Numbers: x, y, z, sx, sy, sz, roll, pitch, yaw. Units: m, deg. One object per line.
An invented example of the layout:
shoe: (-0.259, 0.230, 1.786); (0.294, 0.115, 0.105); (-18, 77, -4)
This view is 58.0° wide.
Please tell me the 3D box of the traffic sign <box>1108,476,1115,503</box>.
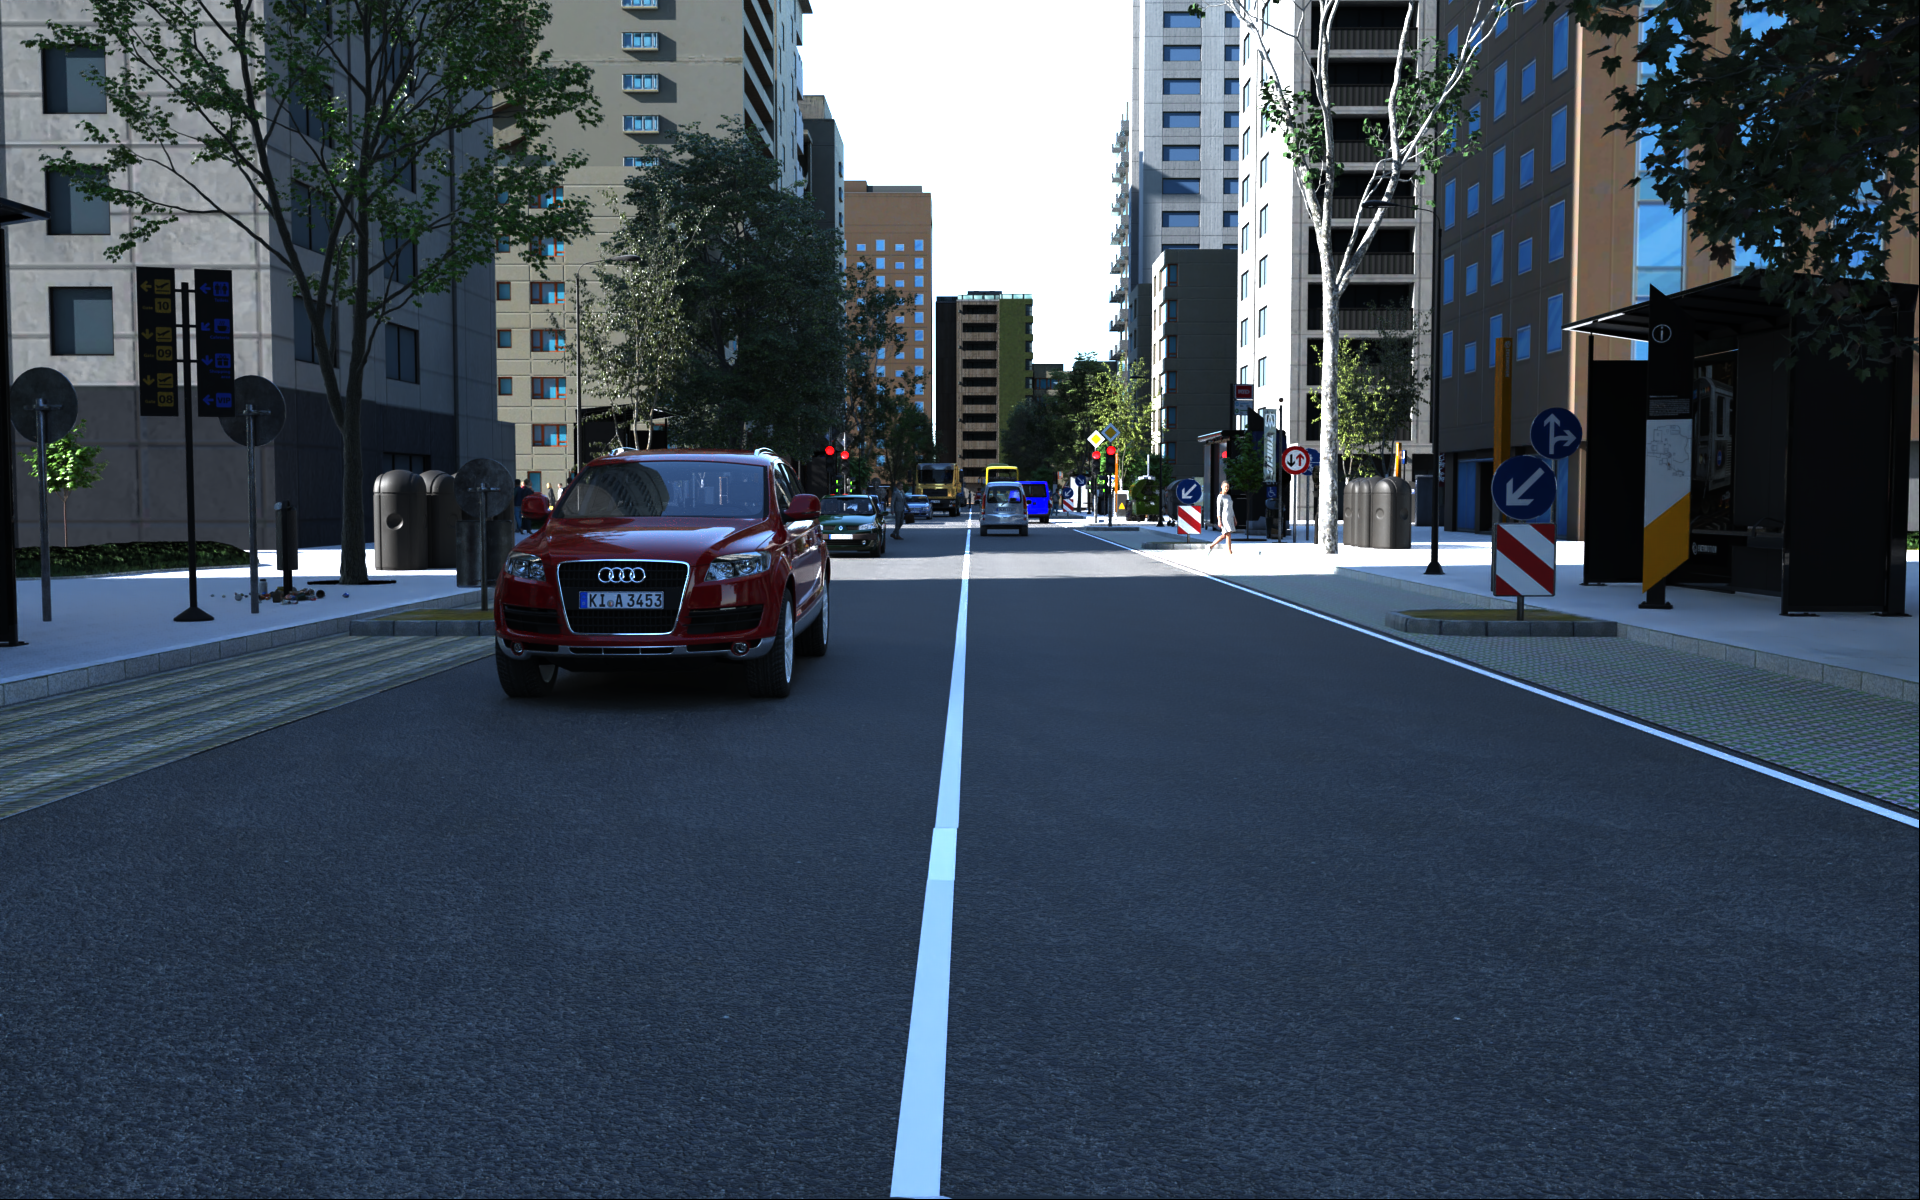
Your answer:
traffic sign: (8.324, -5.671, 94.850); (0.606, 2.300, 0.079); (0, 4, 7)

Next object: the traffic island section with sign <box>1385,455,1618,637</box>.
traffic island section with sign: (5.582, -0.587, 18.227); (1.989, 1.847, 2.006); (0, 4, 0)

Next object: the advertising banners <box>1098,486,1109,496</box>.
advertising banners: (9.672, -7.316, 115.801); (0.090, 3.025, 2.074); (2, 4, 33)

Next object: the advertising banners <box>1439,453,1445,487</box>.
advertising banners: (19.032, -4.286, 66.260); (2.074, 3.025, 0.090); (-1, 4, -22)

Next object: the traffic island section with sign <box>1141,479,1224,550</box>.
traffic island section with sign: (5.772, -2.236, 45.181); (1.989, 1.847, 2.006); (0, 4, 0)

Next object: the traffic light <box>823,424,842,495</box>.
traffic light: (-5.071, -4.845, 68.134); (0.839, 4.253, 0.868); (0, 4, 0)

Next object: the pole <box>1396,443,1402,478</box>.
pole: (17.418, -4.585, 68.809); (0.158, 3.312, 0.155); (0, 3, 0)

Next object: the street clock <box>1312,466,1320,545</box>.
street clock: (9.117, -2.410, 43.967); (0.358, 2.002, 0.471); (-1, 4, -9)

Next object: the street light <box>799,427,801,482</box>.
street light: (-6.525, -6.349, 76.348); (1.470, 5.913, 1.316); (0, 4, 0)

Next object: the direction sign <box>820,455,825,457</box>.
direction sign: (-8.072, -6.565, 99.331); (0.876, 3.537, 0.379); (3, 4, 38)

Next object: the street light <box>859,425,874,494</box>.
street light: (-6.242, -8.826, 116.850); (1.470, 5.913, 1.316); (0, 4, 0)

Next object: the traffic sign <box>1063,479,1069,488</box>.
traffic sign: (9.061, -8.891, 145.374); (0.884, 2.594, 0.081); (0, 4, 1)

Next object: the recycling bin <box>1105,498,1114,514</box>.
recycling bin: (9.671, -6.149, 113.093); (0.722, 1.027, 0.722); (-2, 4, -30)

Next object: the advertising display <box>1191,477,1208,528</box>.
advertising display: (9.119, -3.700, 65.708); (0.974, 1.923, 0.123); (-3, 5, -44)

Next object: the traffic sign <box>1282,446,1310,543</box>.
traffic sign: (8.822, -2.783, 45.602); (0.768, 2.556, 0.104); (0, 4, 6)

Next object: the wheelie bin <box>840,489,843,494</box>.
wheelie bin: (-7.718, -6.334, 111.466); (0.980, 1.594, 0.693); (1, 4, 18)

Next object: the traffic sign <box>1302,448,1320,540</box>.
traffic sign: (9.621, -2.923, 47.891); (0.768, 2.556, 0.104); (1, 4, 9)

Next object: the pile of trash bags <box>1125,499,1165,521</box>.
pile of trash bags: (8.831, -4.457, 82.621); (1.912, 1.369, 3.447); (0, 4, 6)

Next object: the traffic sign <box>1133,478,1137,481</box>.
traffic sign: (10.360, -6.359, 104.067); (0.768, 2.556, 0.104); (0, 4, 6)

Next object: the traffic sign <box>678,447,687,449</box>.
traffic sign: (-7.509, -2.870, 47.027); (0.768, 2.556, 0.104); (0, 4, 6)

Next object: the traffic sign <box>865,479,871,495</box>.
traffic sign: (-7.204, -8.089, 132.353); (0.768, 2.556, 0.104); (0, 4, 7)

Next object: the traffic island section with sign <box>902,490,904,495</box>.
traffic island section with sign: (-4.373, -7.306, 128.083); (1.989, 1.847, 2.006); (0, 4, 0)

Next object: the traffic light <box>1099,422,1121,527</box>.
traffic light: (5.890, -4.841, 68.074); (0.839, 4.253, 0.868); (0, 4, 0)

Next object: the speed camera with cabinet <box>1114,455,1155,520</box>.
speed camera with cabinet: (8.773, -5.674, 87.107); (2.038, 3.252, 0.660); (2, 4, 32)

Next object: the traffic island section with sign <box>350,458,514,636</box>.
traffic island section with sign: (-5.137, -0.592, 18.310); (1.989, 1.847, 2.006); (0, 4, 0)

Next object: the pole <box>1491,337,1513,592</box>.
pole: (7.094, -1.764, 22.677); (0.158, 3.312, 0.155); (0, 3, 0)

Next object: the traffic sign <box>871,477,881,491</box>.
traffic sign: (-6.440, -8.107, 132.654); (0.768, 2.556, 0.104); (0, 4, 5)

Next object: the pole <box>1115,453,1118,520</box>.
pole: (7.778, -5.646, 86.152); (0.158, 3.312, 0.155); (0, 3, 0)

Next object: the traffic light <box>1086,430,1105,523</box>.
traffic light: (5.945, -5.330, 76.059); (0.839, 4.253, 0.868); (0, 4, 0)

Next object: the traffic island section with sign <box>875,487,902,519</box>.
traffic island section with sign: (-4.555, -5.658, 101.128); (1.989, 1.847, 2.006); (0, 4, 0)

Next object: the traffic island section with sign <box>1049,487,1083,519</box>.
traffic island section with sign: (6.166, -5.663, 101.216); (1.989, 1.847, 2.006); (0, 4, 0)

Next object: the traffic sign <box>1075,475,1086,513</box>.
traffic sign: (8.020, -7.032, 115.080); (0.768, 2.556, 0.104); (0, 4, 6)

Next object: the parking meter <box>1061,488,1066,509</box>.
parking meter: (8.971, -8.809, 149.736); (0.255, 1.863, 0.399); (3, 5, 44)

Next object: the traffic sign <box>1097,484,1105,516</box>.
traffic sign: (8.544, -6.263, 102.399); (0.884, 2.594, 0.081); (1, 4, 8)

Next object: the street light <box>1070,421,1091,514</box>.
street light: (7.672, -8.403, 109.929); (1.470, 5.913, 1.316); (0, 4, 0)

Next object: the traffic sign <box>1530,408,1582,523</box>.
traffic sign: (8.780, -1.560, 25.605); (0.768, 2.556, 0.104); (0, 4, 1)

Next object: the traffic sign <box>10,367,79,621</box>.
traffic sign: (-9.211, -1.058, 17.397); (0.768, 2.556, 0.104); (0, 4, 8)

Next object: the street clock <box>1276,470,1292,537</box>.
street clock: (9.562, -2.858, 51.301); (0.471, 2.002, 0.358); (1, 4, 17)

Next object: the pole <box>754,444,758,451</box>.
pole: (-7.922, -4.495, 67.341); (0.158, 3.312, 0.155); (0, 3, 0)

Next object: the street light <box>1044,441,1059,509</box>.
street light: (7.906, -10.902, 150.790); (1.470, 5.913, 1.316); (0, 4, 0)

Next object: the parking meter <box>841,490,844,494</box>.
parking meter: (-6.523, -5.451, 97.542); (0.372, 1.533, 0.369); (0, 3, 0)

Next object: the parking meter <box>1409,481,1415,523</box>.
parking meter: (20.205, -4.371, 77.169); (0.399, 1.863, 0.255); (2, 4, 35)

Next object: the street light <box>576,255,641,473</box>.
street light: (-6.886, -3.745, 33.777); (1.470, 5.913, 1.316); (0, 4, 0)

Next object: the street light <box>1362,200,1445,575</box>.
street light: (7.049, -3.364, 27.549); (1.470, 5.913, 1.316); (0, 4, 0)

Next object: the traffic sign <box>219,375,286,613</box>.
traffic sign: (-7.590, -1.129, 18.568); (0.768, 2.556, 0.104); (0, 4, 6)

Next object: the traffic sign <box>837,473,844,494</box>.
traffic sign: (-7.362, -6.443, 105.449); (0.768, 2.556, 0.104); (0, 4, 2)

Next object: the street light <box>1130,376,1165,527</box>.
street light: (7.353, -5.842, 68.051); (1.470, 5.913, 1.316); (0, 4, 0)

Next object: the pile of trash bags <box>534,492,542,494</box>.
pile of trash bags: (-15.000, -3.515, 67.229); (3.447, 1.369, 1.912); (-1, 4, -22)

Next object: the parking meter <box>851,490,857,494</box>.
parking meter: (-6.598, -6.089, 107.968); (0.372, 1.533, 0.369); (0, 3, 0)

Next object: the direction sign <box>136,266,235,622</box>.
direction sign: (-7.777, -1.558, 17.473); (0.876, 3.537, 0.379); (-1, 4, -19)

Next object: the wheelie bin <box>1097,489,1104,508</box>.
wheelie bin: (9.612, -6.817, 119.372); (0.980, 1.594, 0.693); (2, 4, 28)
